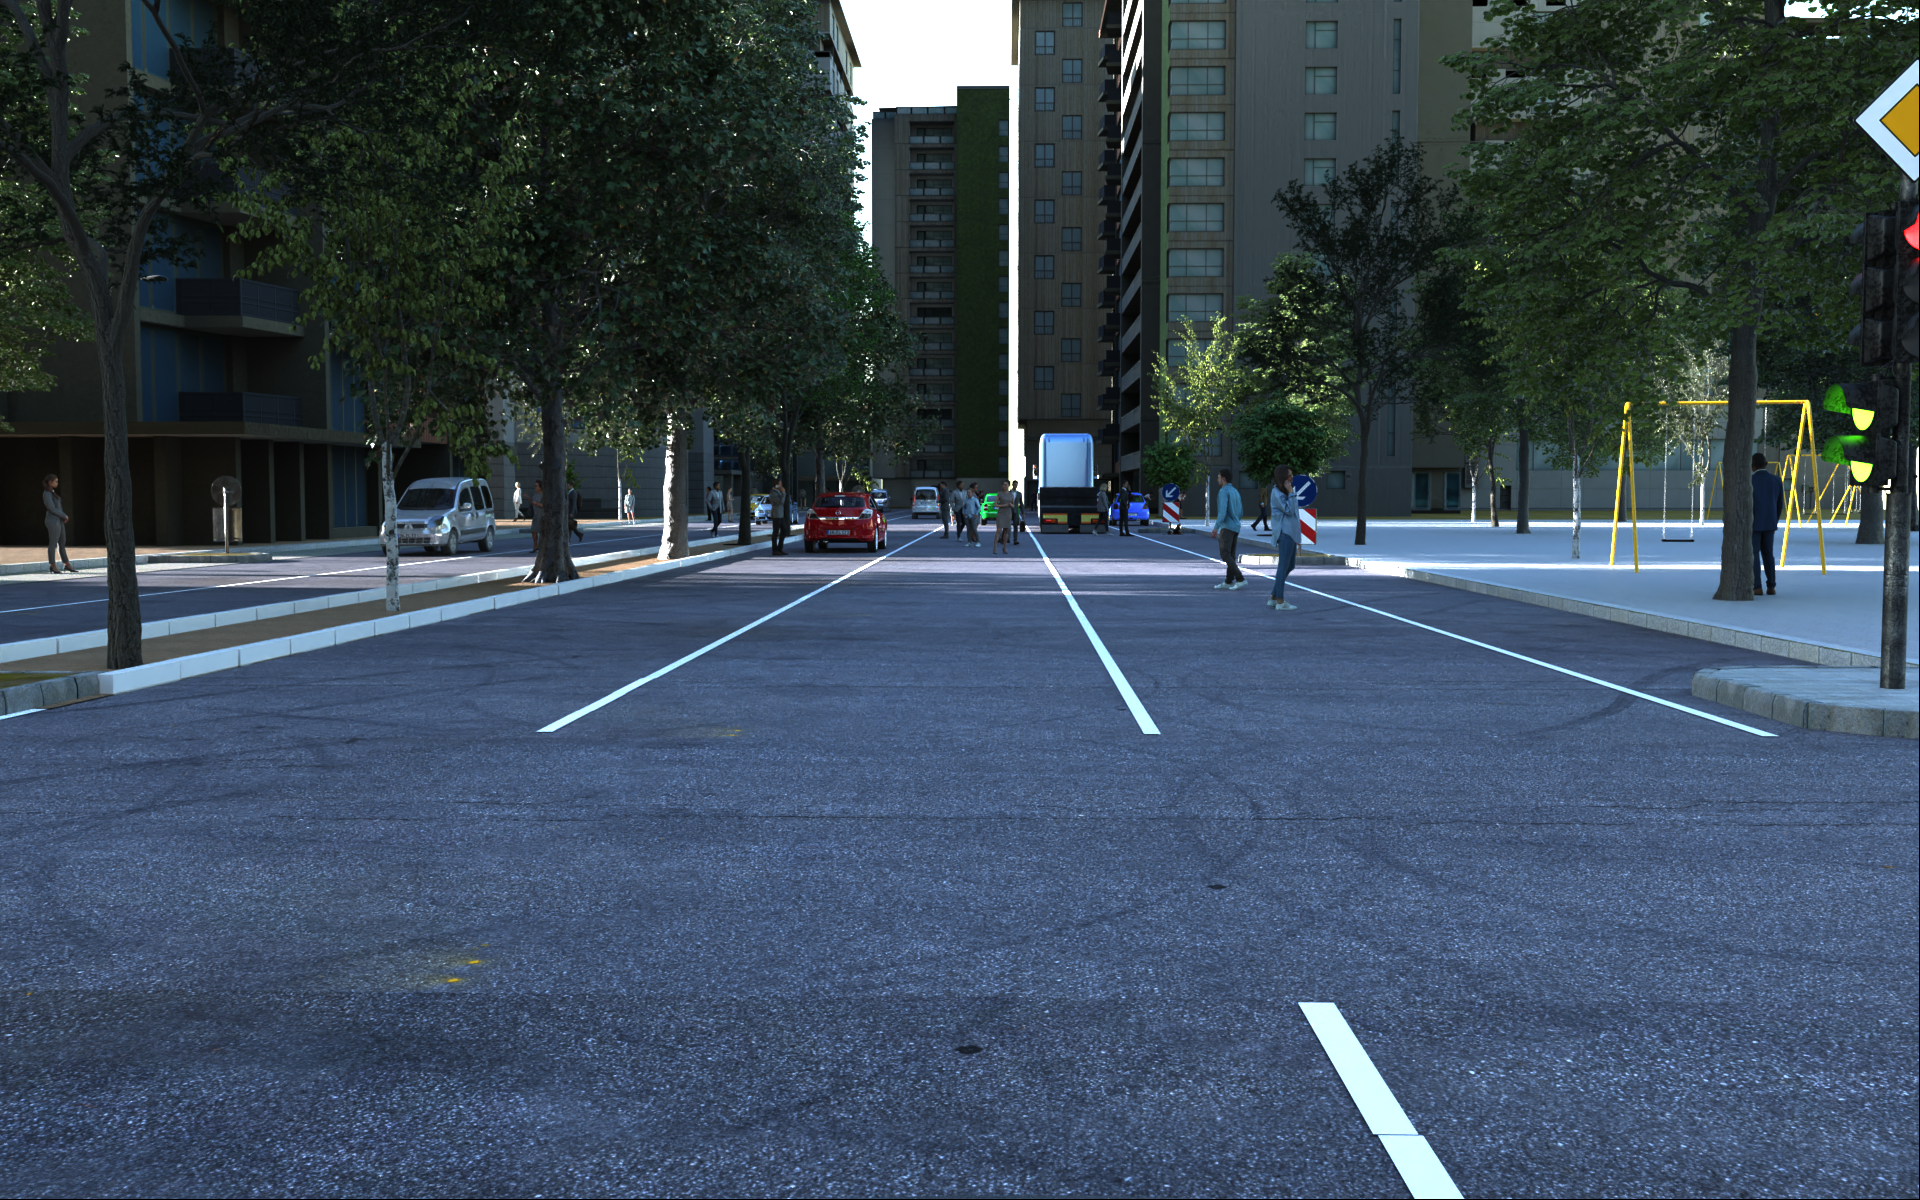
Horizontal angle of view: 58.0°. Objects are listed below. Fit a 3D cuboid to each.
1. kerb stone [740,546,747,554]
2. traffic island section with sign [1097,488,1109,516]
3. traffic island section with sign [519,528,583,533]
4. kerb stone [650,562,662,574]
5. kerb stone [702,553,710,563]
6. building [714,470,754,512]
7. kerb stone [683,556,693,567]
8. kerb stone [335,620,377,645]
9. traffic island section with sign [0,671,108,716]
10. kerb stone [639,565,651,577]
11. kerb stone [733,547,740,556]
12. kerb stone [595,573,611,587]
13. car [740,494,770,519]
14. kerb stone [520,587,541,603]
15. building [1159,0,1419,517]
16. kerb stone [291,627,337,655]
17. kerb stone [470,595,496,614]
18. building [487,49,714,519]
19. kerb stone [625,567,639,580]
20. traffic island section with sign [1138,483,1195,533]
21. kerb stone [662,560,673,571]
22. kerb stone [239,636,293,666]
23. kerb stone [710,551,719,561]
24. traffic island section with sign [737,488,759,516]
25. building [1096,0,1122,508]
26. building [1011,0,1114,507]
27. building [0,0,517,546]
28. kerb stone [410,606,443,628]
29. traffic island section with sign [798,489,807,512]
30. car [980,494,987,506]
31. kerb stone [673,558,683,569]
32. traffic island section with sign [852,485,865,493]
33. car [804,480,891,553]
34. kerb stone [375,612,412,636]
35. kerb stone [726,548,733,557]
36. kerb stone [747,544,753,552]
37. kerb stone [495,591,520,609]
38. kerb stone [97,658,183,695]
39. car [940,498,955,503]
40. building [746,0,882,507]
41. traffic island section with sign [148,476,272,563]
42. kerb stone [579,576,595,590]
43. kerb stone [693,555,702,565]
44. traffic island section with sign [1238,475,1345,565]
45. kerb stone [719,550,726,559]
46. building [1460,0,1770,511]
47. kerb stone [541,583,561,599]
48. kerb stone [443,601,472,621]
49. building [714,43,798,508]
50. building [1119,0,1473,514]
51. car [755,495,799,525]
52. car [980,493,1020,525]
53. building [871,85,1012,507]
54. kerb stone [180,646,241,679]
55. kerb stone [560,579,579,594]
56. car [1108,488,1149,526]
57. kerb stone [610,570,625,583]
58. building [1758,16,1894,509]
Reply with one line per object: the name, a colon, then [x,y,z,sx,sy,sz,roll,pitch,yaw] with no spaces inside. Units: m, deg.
kerb stone: [-5.310,-1.182,41.516,0.120,0.150,1.000,0,4,2]
traffic island section with sign: [8.936,-6.395,113.189,1.989,1.847,2.006,0,4,2]
traffic island section with sign: [-15.015,-3.379,63.878,1.989,1.847,2.006,0,4,2]
kerb stone: [-5.583,-0.555,31.275,0.120,0.150,1.000,0,4,2]
kerb stone: [-5.446,-0.861,36.397,0.120,0.150,1.000,0,4,2]
building: [-32.214,-26.678,128.058,32.217,40.220,23.993,0,4,2]
kerb stone: [-5.496,-0.742,34.352,0.120,0.150,1.000,0,4,2]
kerb stone: [-5.971,0.322,16.935,0.120,0.150,1.000,0,4,2]
traffic island section with sign: [-7.149,-0.204,11.473,2.006,1.907,1.989,0,4,2]
kerb stone: [-5.606,-0.487,30.252,0.120,0.150,1.000,0,4,2]
kerb stone: [-5.337,-1.119,40.495,0.120,0.150,1.000,0,4,2]
kerb stone: [-5.694,-0.299,27.184,0.120,0.150,1.000,0,4,2]
car: [-11.395,-5.403,98.556,2.015,1.641,3.980,0,4,2]
kerb stone: [-5.806,-0.048,23.072,0.120,0.150,1.000,0,4,2]
building: [18.936,-25.704,103.851,14.154,41.232,14.086,0,4,2]
kerb stone: [-5.997,0.388,15.908,0.120,0.150,1.000,0,4,2]
kerb stone: [-5.866,0.076,21.028,0.120,0.150,1.000,0,4,2]
building: [-27.313,-34.161,100.535,21.231,58.520,28.212,0,4,2]
kerb stone: [-5.633,-0.428,29.227,0.120,0.150,1.000,0,4,2]
traffic island section with sign: [7.603,-3.385,63.964,1.989,1.847,2.006,0,4,2]
kerb stone: [-5.558,-0.617,32.297,0.120,0.150,1.000,0,4,2]
kerb stone: [-6.024,0.447,14.884,0.120,0.150,1.000,0,4,2]
kerb stone: [-5.413,-0.931,37.419,0.120,0.150,1.000,0,4,2]
traffic island section with sign: [-13.665,-6.486,114.667,1.989,1.847,2.006,0,4,2]
building: [23.032,-30.133,147.295,22.147,44.769,28.867,0,4,2]
building: [19.134,-36.296,182.677,27.495,52.752,28.713,0,4,2]
building: [-27.308,-24.467,54.652,22.147,44.769,28.867,0,4,2]
kerb stone: [-5.912,0.197,18.978,0.120,0.150,1.000,0,4,2]
traffic island section with sign: [-12.922,-8.162,142.081,1.989,1.847,2.006,0,4,2]
car: [2.363,-6.786,119.747,1.959,1.807,4.718,0,4,1]
kerb stone: [-5.538,-0.678,33.328,0.120,0.150,1.000,0,4,2]
traffic island section with sign: [-5.140,-4.798,86.585,2.006,1.907,1.989,0,4,2]
car: [-2.862,-2.134,43.925,2.155,1.783,4.494,0,4,2]
kerb stone: [-5.942,0.265,17.957,0.120,0.150,1.000,0,4,2]
kerb stone: [-5.376,-1.051,39.471,0.120,0.150,1.000,0,4,2]
kerb stone: [-5.283,-1.244,42.539,0.120,0.150,1.000,0,4,2]
kerb stone: [-5.830,0.009,22.049,0.120,0.150,1.000,0,4,2]
kerb stone: [-6.076,0.574,12.832,0.120,0.150,1.000,0,4,2]
car: [-1.155,-8.682,154.530,1.945,1.354,3.894,0,4,0]
building: [-23.097,-36.394,184.284,27.495,52.752,28.713,0,4,2]
traffic island section with sign: [-15.750,-1.714,36.660,1.989,1.847,2.006,0,4,2]
kerb stone: [-5.724,-0.241,26.154,0.120,0.150,1.000,0,4,2]
kerb stone: [-5.469,-0.806,35.374,0.120,0.150,1.000,0,4,2]
traffic island section with sign: [6.856,-1.677,36.045,1.989,1.847,2.006,0,4,2]
kerb stone: [-5.389,-0.994,38.448,0.120,0.150,1.000,0,4,2]
building: [49.952,-34.080,146.449,27.495,52.752,28.713,0,4,2]
kerb stone: [-5.781,-0.110,24.109,0.120,0.150,1.000,0,4,2]
kerb stone: [-5.884,0.135,20.006,0.120,0.150,1.000,0,4,2]
building: [-31.171,-51.292,151.288,31.000,86.520,22.319,0,4,2]
building: [22.716,-30.477,121.993,21.300,48.544,21.600,0,4,2]
car: [-8.692,-4.307,82.421,2.014,1.417,4.499,0,4,0]
car: [1.875,-4.409,80.879,1.959,1.807,4.718,0,4,2]
building: [-1.819,-30.194,177.269,14.086,41.232,14.154,0,4,2]
kerb stone: [-6.056,0.510,13.856,0.120,0.150,1.000,0,4,2]
kerb stone: [-5.745,-0.180,25.132,0.120,0.150,1.000,0,4,2]
car: [7.735,-4.274,79.479,1.945,1.707,3.694,0,4,2]
kerb stone: [-5.663,-0.368,28.206,0.120,0.150,1.000,0,4,2]
building: [71.521,-28.674,152.420,14.086,41.232,14.154,0,4,2]
